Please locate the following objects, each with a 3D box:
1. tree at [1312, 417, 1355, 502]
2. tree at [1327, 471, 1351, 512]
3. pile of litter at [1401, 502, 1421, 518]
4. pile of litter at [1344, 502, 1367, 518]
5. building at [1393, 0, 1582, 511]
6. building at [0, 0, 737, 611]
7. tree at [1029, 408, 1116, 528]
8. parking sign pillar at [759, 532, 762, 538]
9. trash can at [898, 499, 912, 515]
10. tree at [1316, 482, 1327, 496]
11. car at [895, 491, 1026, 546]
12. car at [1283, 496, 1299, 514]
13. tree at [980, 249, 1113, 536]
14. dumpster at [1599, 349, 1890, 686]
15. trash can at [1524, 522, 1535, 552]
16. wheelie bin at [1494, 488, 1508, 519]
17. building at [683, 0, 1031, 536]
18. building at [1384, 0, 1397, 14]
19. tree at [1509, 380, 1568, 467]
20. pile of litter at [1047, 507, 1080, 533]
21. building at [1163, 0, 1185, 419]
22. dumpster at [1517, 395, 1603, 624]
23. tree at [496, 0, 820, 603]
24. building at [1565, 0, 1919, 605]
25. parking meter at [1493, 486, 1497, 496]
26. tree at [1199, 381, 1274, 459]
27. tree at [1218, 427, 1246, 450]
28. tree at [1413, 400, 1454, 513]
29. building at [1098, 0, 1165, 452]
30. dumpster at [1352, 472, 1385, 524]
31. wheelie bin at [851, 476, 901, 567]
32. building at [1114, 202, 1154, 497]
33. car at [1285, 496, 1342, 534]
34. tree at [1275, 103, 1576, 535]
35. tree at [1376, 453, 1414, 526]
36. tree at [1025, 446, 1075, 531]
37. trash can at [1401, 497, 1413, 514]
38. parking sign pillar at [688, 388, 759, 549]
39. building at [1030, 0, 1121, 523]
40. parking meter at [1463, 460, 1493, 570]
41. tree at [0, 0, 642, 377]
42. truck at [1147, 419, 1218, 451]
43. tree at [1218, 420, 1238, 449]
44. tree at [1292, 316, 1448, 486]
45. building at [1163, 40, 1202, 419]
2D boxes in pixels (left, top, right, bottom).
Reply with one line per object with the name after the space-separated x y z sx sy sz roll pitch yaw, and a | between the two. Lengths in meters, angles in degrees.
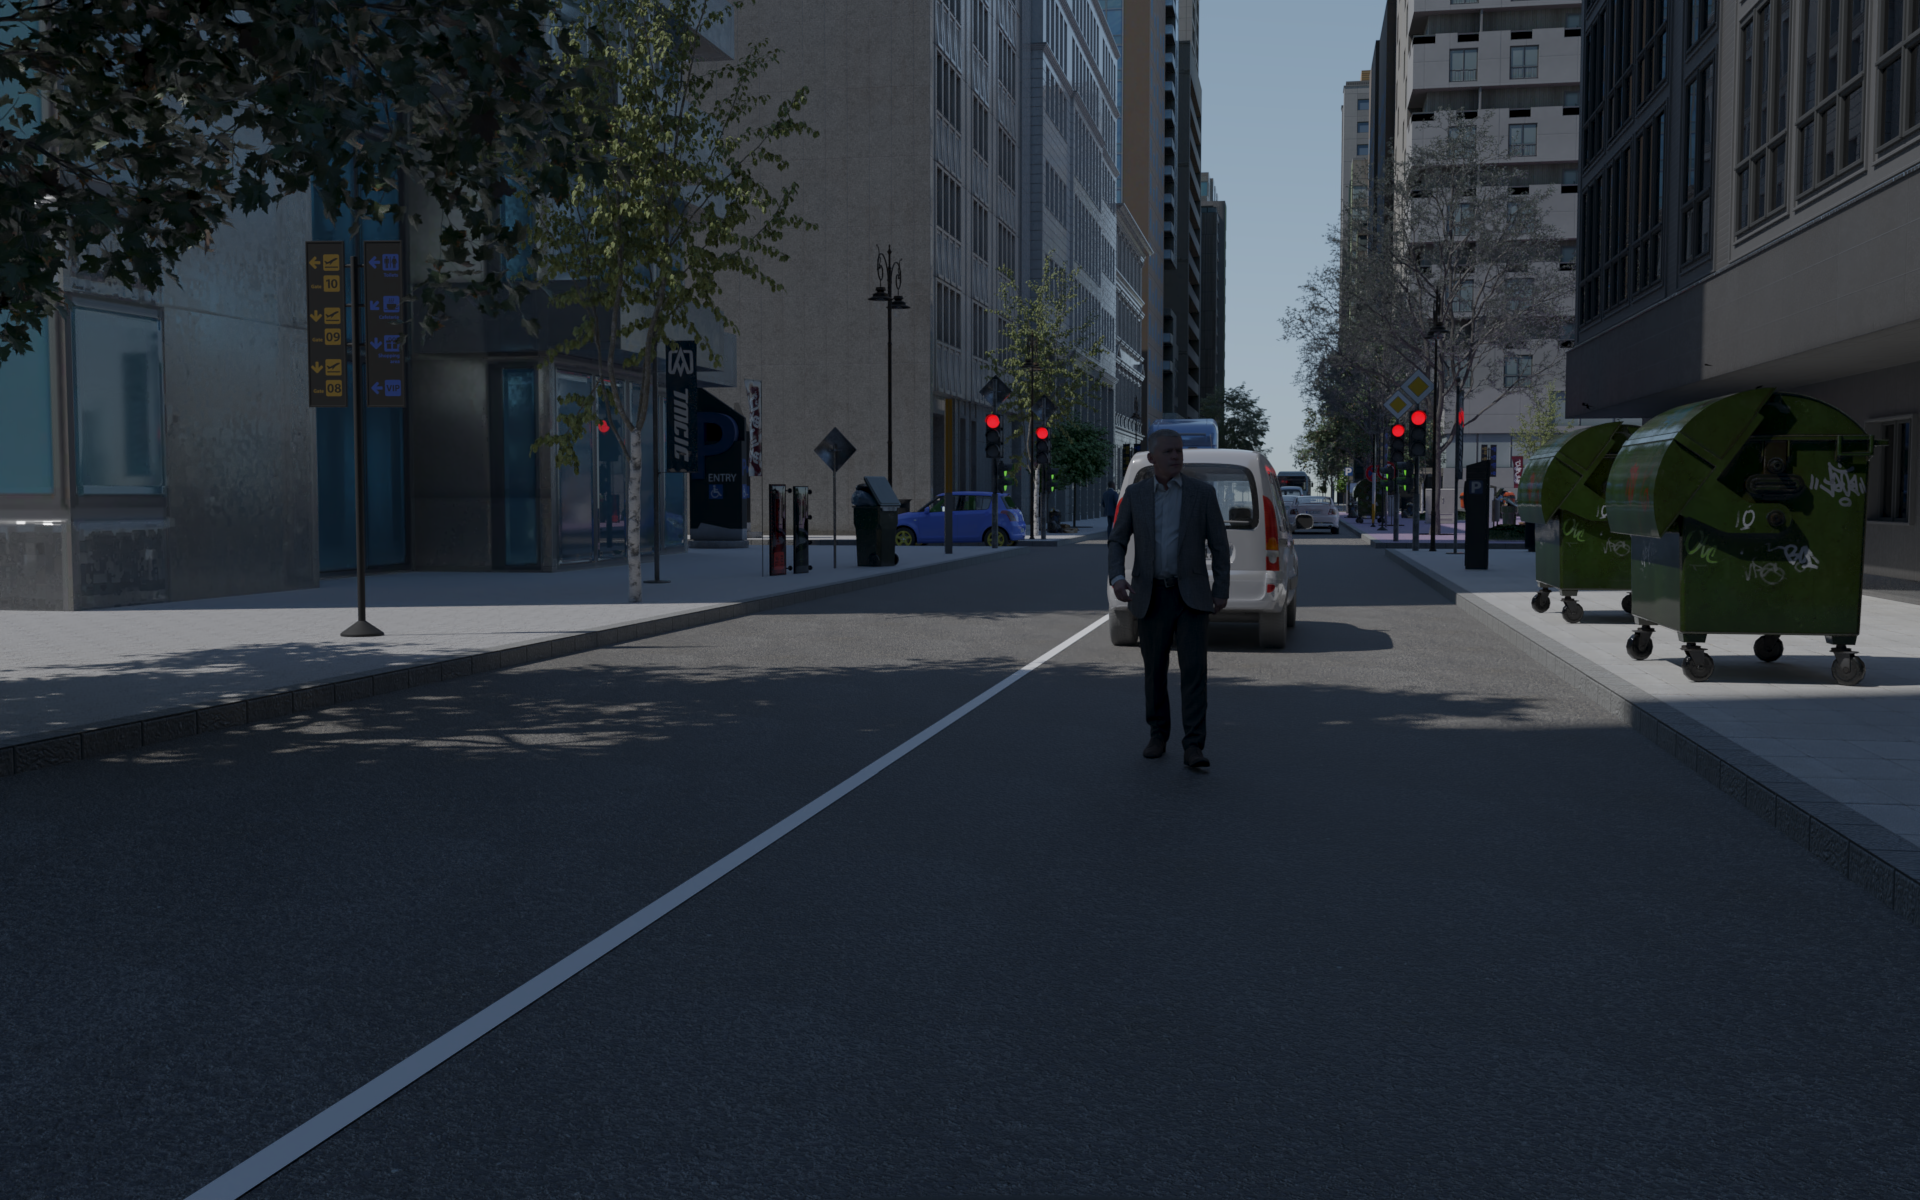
33.562 -12.546 155.495 4.360 8.622 3.978 0 3 0 | tree
27.882 -7.991 125.250 1.663 3.219 1.824 0 3 0 | tree
24.115 -4.763 91.847 1.719 0.858 1.176 -2 4 -24 | pile of litter
21.246 -4.833 92.981 1.176 0.858 1.719 0 4 7 | pile of litter
47.413 -33.163 131.451 28.713 52.752 27.495 1 4 11 | building
-20.294 -25.073 29.552 30.456 49.044 23.786 1 4 11 | building
4.306 -5.054 66.341 4.285 4.588 4.351 0 3 0 | tree
-6.478 -3.795 50.515 1.447 3.967 1.447 -1 4 -21 | parking sign pillar
-1.712 -2.272 48.798 0.748 1.137 0.748 0 3 0 | trash can
47.059 -14.032 224.024 1.663 3.219 1.824 0 3 0 | tree
-0.181 -2.120 44.260 3.694 1.707 1.945 1 4 12 | car
14.724 -3.998 77.736 2.083 1.381 4.827 1 4 12 | car
2.459 -6.283 53.085 4.737 8.622 4.395 0 3 0 | tree
5.582 -0.608 12.427 1.502 2.255 1.985 1 4 11 | dumpster
12.872 -1.641 38.491 0.748 1.137 0.748 0 3 0 | trash can
28.143 -5.022 90.018 0.693 1.594 0.980 0 4 1 | wheelie bin
-4.894 -14.975 62.860 12.078 24.808 19.932 1 4 11 | building
44.309 -30.789 153.510 14.600 45.320 14.200 1 4 11 | building
37.166 -9.806 110.694 4.737 8.622 4.395 0 3 0 | tree
3.381 -2.646 57.226 1.176 0.858 1.719 1 4 18 | pile of litter
9.172 -51.358 152.373 22.319 86.520 31.000 1 4 11 | building
6.614 -0.934 17.765 1.502 2.255 1.985 1 4 11 | dumpster
-3.799 -4.291 20.527 4.737 8.622 4.395 0 3 0 | tree
17.046 -13.977 22.030 14.314 27.812 24.014 1 4 11 | building
34.449 -6.492 111.861 0.399 1.863 0.255 3 4 36 | parking meter
30.356 -17.630 194.897 9.857 13.997 8.962 0 3 0 | tree
28.478 -14.375 185.399 4.737 8.622 4.395 0 3 0 | tree
30.369 -10.041 114.534 4.360 8.622 3.978 0 3 0 | tree
7.945 -29.405 130.888 14.600 45.320 14.200 1 4 11 | building
17.987 -4.489 75.893 1.502 2.255 1.985 1 4 11 | dumpster
-1.524 -1.397 30.752 0.693 1.594 0.980 2 4 33 | wheelie bin
5.819 -16.874 112.042 11.583 22.565 21.152 1 4 11 | building
12.917 -3.120 63.370 2.083 1.381 4.827 1 4 11 | car
15.026 -8.778 53.884 12.009 13.543 11.850 0 3 0 | tree
17.517 -4.594 69.706 1.663 3.219 1.824 0 3 0 | tree
3.095 -4.044 60.717 1.663 3.219 1.824 0 3 0 | tree
25.219 -5.268 97.791 0.748 1.137 0.748 0 3 0 | trash can
-5.758 -3.225 41.198 1.447 3.967 1.447 1 4 9 | parking sign pillar
0.943 -18.922 86.863 11.434 29.767 29.804 1 4 11 | building
8.791 -1.454 29.491 0.399 1.863 0.255 2 4 28 | parking meter
-6.551 -5.642 9.259 9.611 12.733 9.660 0 3 0 | tree
8.992 -4.782 67.940 2.967 4.110 18.799 1 4 9 | truck
25.668 -13.536 171.682 4.360 8.622 3.978 0 3 0 | tree
25.337 -11.621 107.009 9.611 12.733 9.660 0 3 0 | tree
13.770 -34.071 180.757 21.300 48.544 21.600 1 4 11 | building
